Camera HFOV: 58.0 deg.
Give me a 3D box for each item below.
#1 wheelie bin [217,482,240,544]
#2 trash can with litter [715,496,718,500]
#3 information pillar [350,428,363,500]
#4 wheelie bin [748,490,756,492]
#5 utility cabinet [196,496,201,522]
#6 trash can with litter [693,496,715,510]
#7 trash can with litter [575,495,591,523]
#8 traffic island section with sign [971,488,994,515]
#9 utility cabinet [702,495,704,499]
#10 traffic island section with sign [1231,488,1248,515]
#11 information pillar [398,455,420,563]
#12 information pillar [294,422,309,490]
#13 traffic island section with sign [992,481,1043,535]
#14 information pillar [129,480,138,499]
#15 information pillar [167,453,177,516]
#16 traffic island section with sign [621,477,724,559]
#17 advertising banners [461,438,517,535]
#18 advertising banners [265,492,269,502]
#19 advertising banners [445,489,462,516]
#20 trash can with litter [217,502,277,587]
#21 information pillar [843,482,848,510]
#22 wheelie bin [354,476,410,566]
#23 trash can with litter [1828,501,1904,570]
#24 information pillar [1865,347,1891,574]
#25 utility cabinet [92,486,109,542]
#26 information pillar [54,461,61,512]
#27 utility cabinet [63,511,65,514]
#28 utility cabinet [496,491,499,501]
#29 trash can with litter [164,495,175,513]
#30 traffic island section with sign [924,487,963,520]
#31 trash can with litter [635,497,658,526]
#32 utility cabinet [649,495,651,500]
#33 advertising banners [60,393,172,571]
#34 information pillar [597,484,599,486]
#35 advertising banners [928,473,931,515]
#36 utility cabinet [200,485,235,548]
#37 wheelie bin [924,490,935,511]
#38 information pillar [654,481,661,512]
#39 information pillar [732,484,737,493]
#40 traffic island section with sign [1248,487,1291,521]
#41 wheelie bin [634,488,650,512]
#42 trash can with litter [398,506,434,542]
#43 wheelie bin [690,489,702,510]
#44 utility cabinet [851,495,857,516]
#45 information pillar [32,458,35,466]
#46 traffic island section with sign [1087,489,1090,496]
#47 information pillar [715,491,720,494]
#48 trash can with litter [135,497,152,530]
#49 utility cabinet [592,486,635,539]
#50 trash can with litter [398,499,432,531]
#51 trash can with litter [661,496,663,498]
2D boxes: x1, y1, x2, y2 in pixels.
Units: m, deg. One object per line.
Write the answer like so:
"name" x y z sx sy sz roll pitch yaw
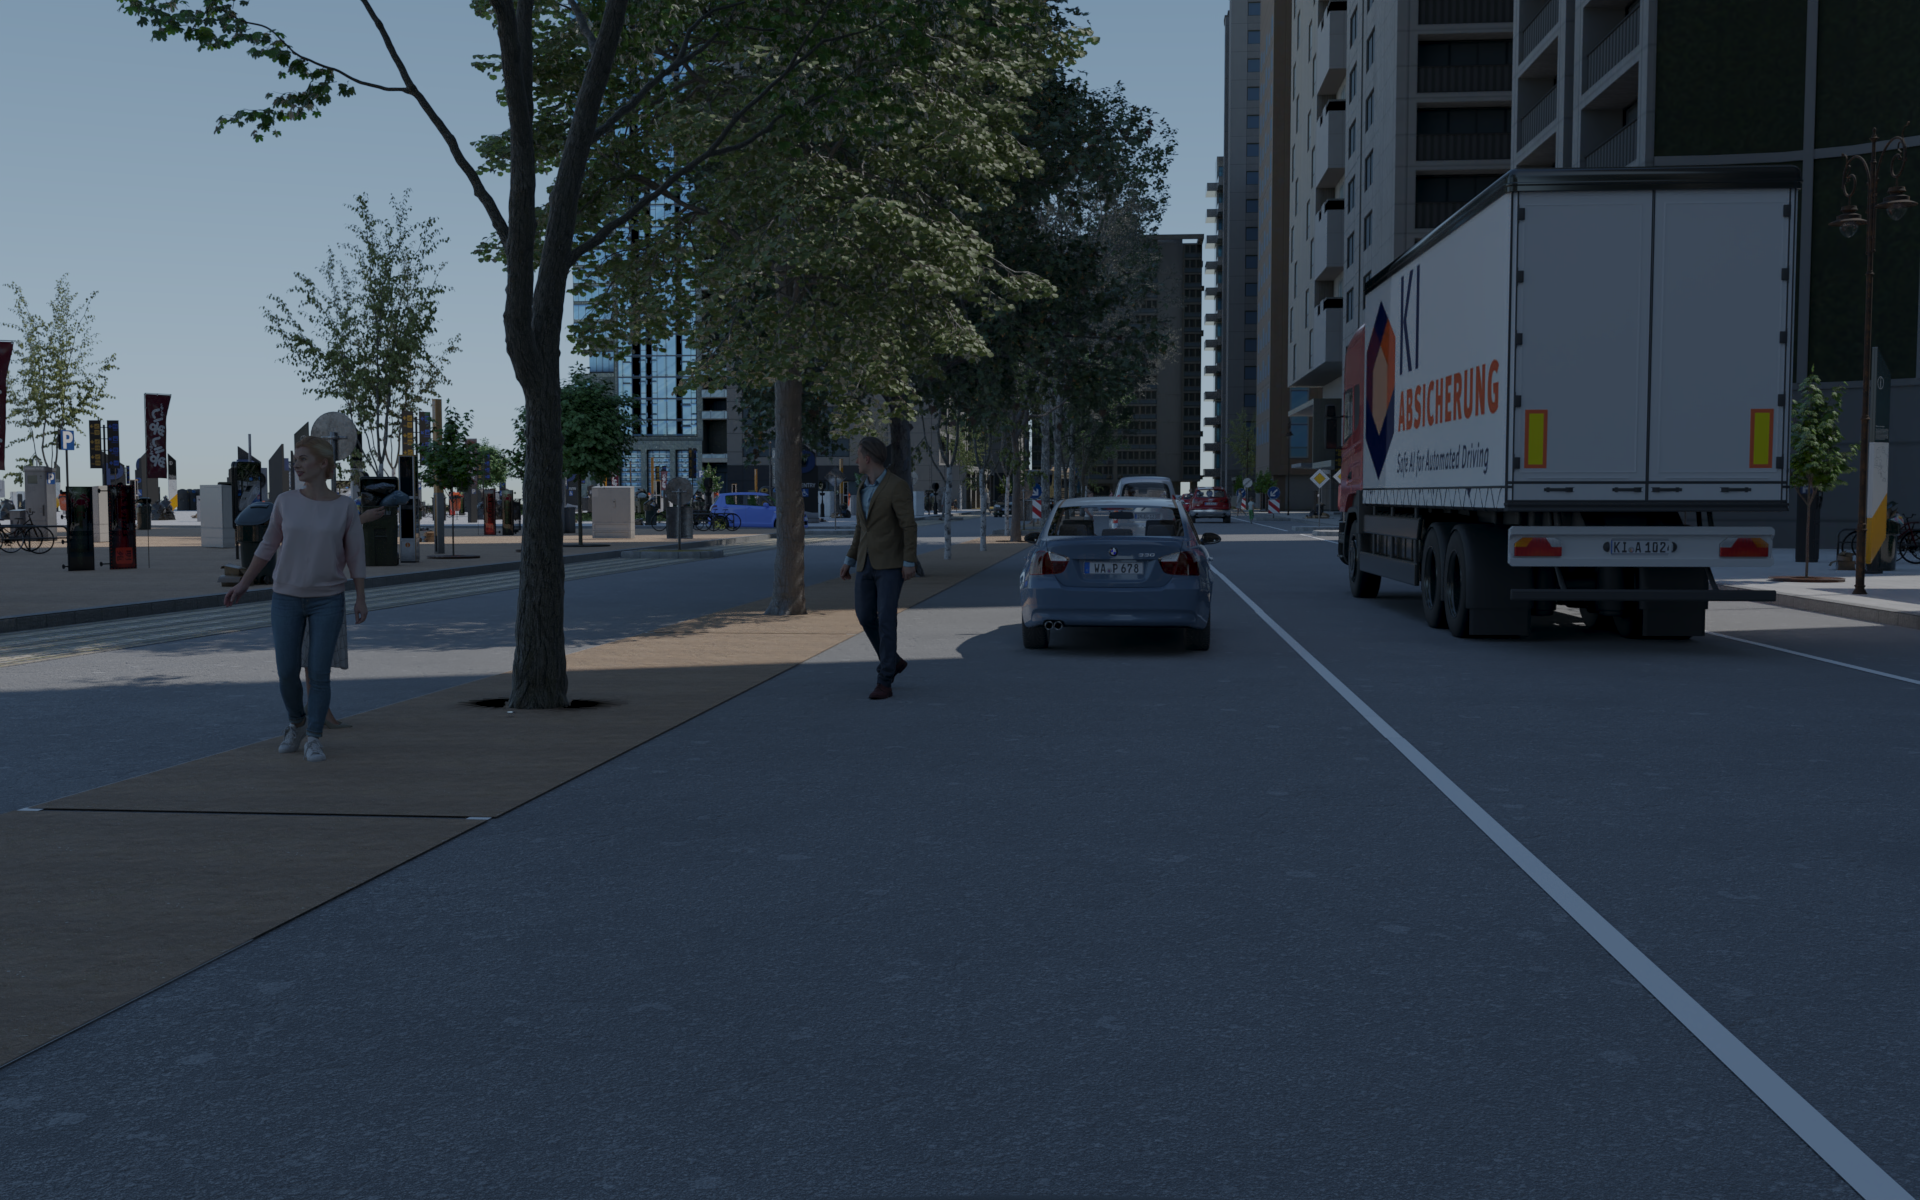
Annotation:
"wheelie bin" -18.749 -2.249 44.672 0.980 1.594 0.693 -2 4 -30
"trash can with litter" -18.499 -7.327 131.178 0.624 1.170 1.055 3 4 37
"information pillar" -19.509 -3.952 55.976 0.183 3.616 0.504 2 4 26
"wheelie bin" -16.761 -8.041 139.376 0.980 1.594 0.693 -2 4 -32
"utility cabinet" -35.312 -4.246 80.587 0.306 1.237 1.020 -1 4 -18
"trash can with litter" -14.794 -5.378 99.312 0.624 1.170 1.055 2 4 32
"trash can with litter" -17.538 -3.995 76.381 2.233 1.210 1.678 -2 4 -35
"traffic island section with sign" 1.821 -6.904 121.503 1.989 1.847 2.006 0 4 6
"utility cabinet" -19.369 -7.270 130.028 0.306 1.237 1.020 2 4 25
"traffic island section with sign" 19.380 -6.832 120.333 1.989 1.847 2.006 0 4 6
"information pillar" -10.277 -1.701 32.296 0.304 2.012 0.304 0 4 -4
"information pillar" -21.225 -3.951 55.949 0.504 3.616 0.183 0 4 3
"traffic island section with sign" 2.224 -3.261 61.450 2.006 1.907 1.989 0 4 6
"information pillar" -41.806 -5.086 87.656 0.304 2.012 0.304 0 4 -3
"information pillar" -45.263 -6.616 99.519 0.183 3.616 0.504 3 4 39
"traffic island section with sign" -6.421 -1.862 39.077 1.989 1.847 2.006 0 4 6
"advertising banners" -14.664 -3.538 54.031 2.074 3.025 0.090 2 4 29
"advertising banners" -48.665 -7.630 120.932 2.074 3.025 0.090 2 4 25
"advertising banners" -30.193 -6.530 102.960 0.090 3.025 2.074 2 4 31
"trash can with litter" -9.940 -0.792 24.342 0.624 1.170 1.055 0 4 7
"information pillar" -6.823 -6.050 103.404 0.304 2.012 0.304 0 4 -4
"wheelie bin" -10.325 -1.407 30.915 0.980 1.594 0.693 -1 4 -20
"trash can with litter" 15.214 -1.082 29.084 1.055 1.170 0.624 1 4 19
"information pillar" 14.757 -2.231 27.840 0.504 3.616 0.183 -3 4 -36
"utility cabinet" -22.831 -2.298 46.246 0.318 1.500 1.173 0 4 2
"information pillar" -64.693 -8.122 124.143 0.504 3.616 0.183 1 4 15
"utility cabinet" -55.975 -5.992 109.124 1.020 1.237 0.306 -2 4 -29
"utility cabinet" -32.676 -6.890 121.329 1.173 1.500 0.318 1 4 22
"trash can with litter" -52.984 -6.404 115.755 1.678 1.210 2.233 -2 4 -27
"traffic island section with sign" -0.853 -5.262 94.661 1.989 1.847 2.006 0 4 6
"trash can with litter" -12.814 -3.613 70.464 1.055 1.170 0.624 1 4 10
"utility cabinet" -19.106 -5.856 106.902 1.020 1.237 0.306 -3 5 -40
"advertising banners" -14.324 -2.038 29.502 0.090 3.025 2.074 2 4 31
"information pillar" -26.290 -8.270 126.576 0.504 3.616 0.183 1 4 23
"advertising banners" -1.874 -6.722 106.092 0.090 3.025 2.074 0 4 2
"utility cabinet" -17.661 -1.990 41.216 1.173 1.500 0.318 3 5 43
"wheelie bin" -2.346 -7.696 133.742 0.980 1.594 0.693 1 4 16
"information pillar" -16.521 -5.510 94.579 0.304 2.012 0.304 -2 4 -35
"information pillar" -16.580 -7.506 127.214 0.304 2.012 0.304 0 3 0
"traffic island section with sign" 16.595 -5.131 92.523 1.989 1.847 2.006 0 4 6
"wheelie bin" -16.817 -5.107 91.399 0.693 1.594 0.980 -3 5 -42
"trash can with litter" -14.422 -2.119 46.036 0.624 1.170 1.055 3 5 40
"wheelie bin" -15.350 -5.680 100.777 0.693 1.594 0.980 -2 4 -28
"utility cabinet" -6.115 -5.679 104.012 0.306 1.237 1.020 3 5 41
"information pillar" -57.390 -7.092 107.313 0.183 3.616 0.504 -1 4 -18
"traffic island section with sign" 10.449 -8.284 143.586 2.006 1.907 1.989 0 4 6
"information pillar" -19.569 -8.269 139.697 0.304 2.012 0.304 0 4 3
"trash can with litter" -29.423 -3.108 62.204 0.624 1.170 1.055 -3 4 -39
"utility cabinet" -9.874 -2.485 49.302 1.173 1.500 0.318 1 4 12
"trash can with litter" -19.131 -3.021 60.452 1.678 1.210 2.233 -1 4 -9
"trash can with litter" -19.542 -6.183 112.143 2.233 1.210 1.678 0 4 5
